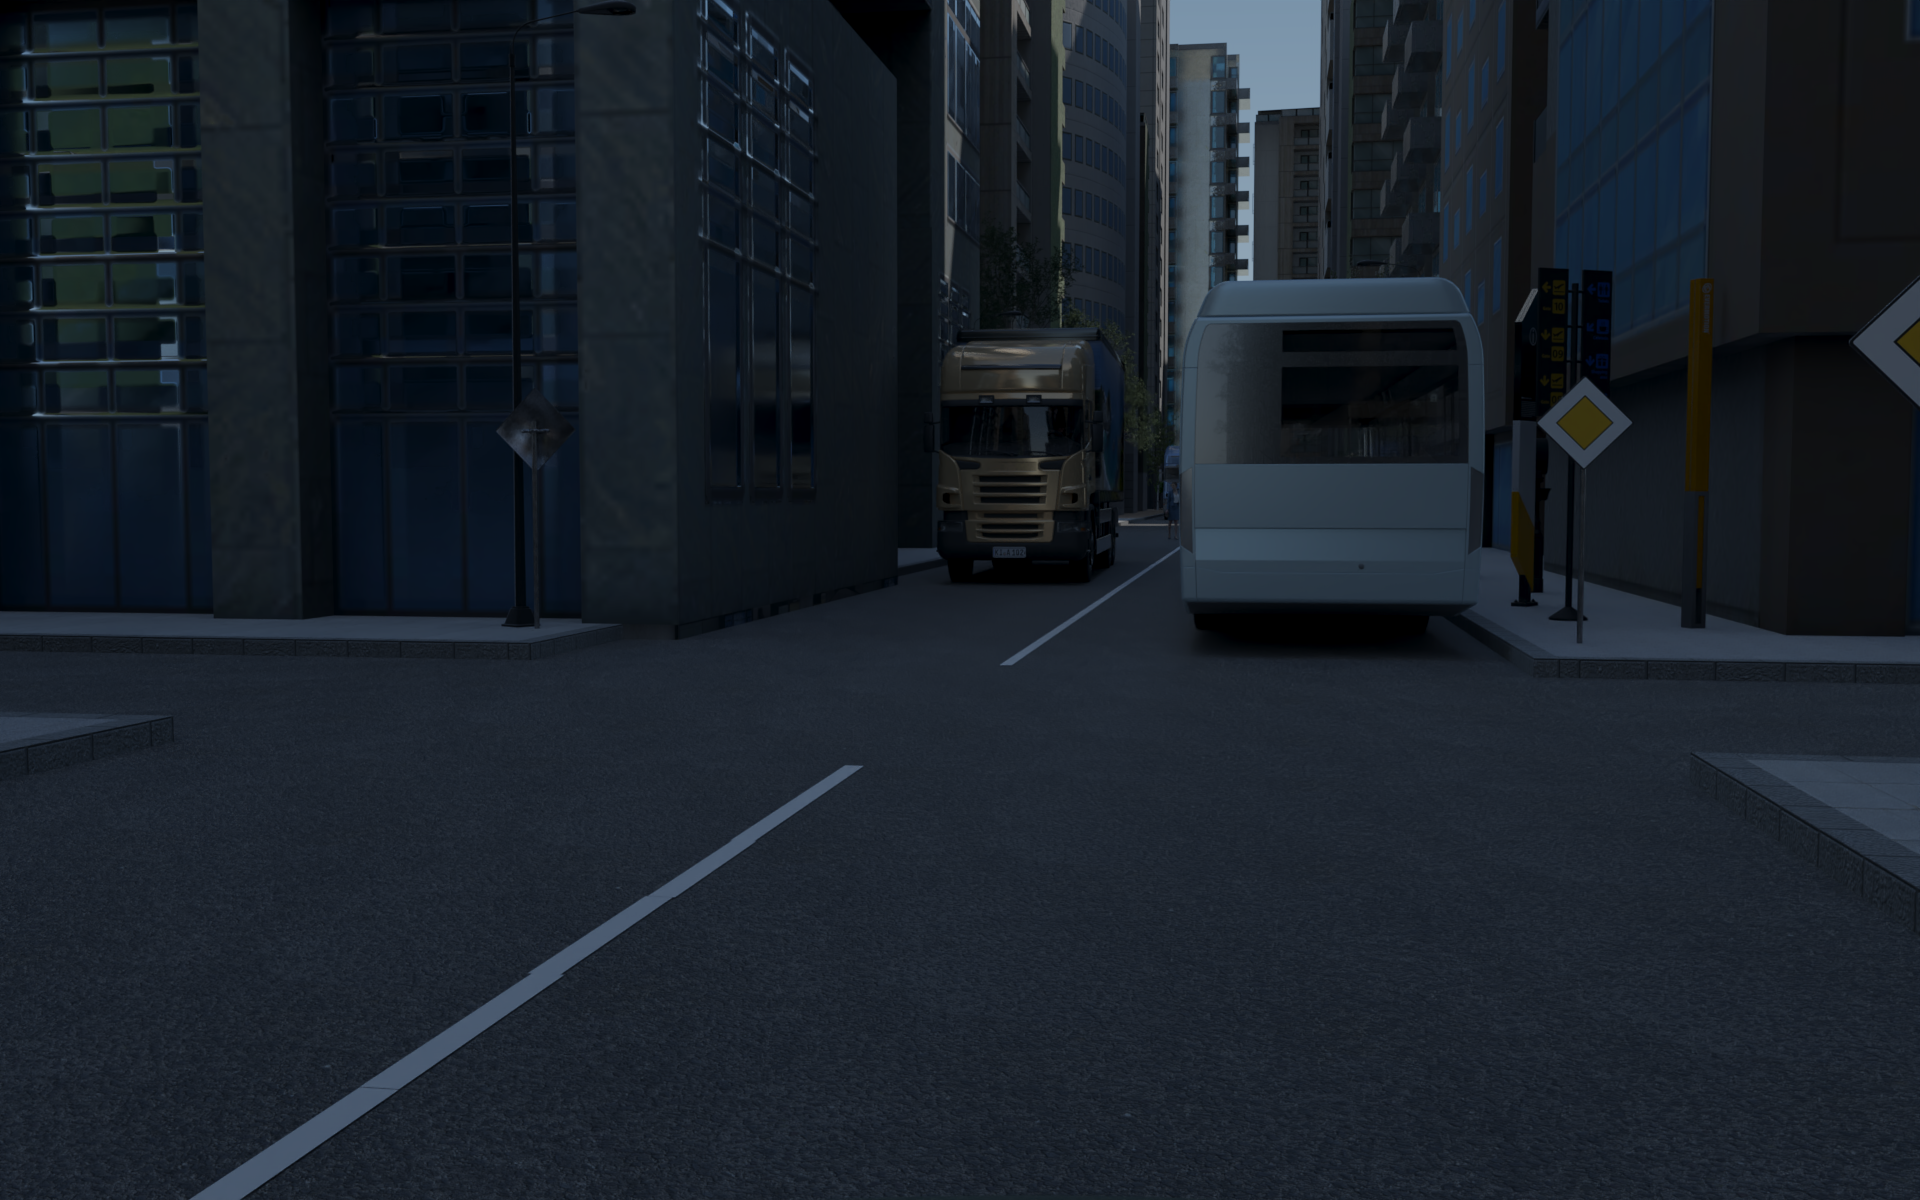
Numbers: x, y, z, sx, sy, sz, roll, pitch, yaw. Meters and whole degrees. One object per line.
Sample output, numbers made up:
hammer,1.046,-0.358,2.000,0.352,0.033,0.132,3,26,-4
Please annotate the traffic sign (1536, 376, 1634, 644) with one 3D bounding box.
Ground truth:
traffic sign,5.322,-0.684,14.823,0.795,2.450,0.064,1,4,10

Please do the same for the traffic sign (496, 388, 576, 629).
traffic sign,-4.030,-0.784,16.454,0.795,2.450,0.064,1,4,10

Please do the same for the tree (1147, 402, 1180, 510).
tree,15.549,-11.416,137.010,4.737,8.622,4.395,0,3,0

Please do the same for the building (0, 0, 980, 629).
building,-11.126,-43.965,31.500,22.319,86.520,31.000,1,4,10

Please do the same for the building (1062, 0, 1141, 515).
building,-0.508,-34.458,105.384,21.231,58.520,28.212,1,4,10

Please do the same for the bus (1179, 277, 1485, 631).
bus,4.184,-1.622,21.382,2.948,3.499,13.247,1,4,9

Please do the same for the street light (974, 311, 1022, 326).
street light,0.881,-4.380,44.161,1.470,5.913,1.316,1,4,10

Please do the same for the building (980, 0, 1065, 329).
building,-3.389,-23.739,71.733,14.154,41.232,14.086,1,4,10

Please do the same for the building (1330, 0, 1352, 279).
building,36.214,-35.254,118.395,21.231,58.520,28.212,1,4,10

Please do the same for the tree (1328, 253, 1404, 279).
tree,12.868,-6.287,53.149,4.360,8.622,3.978,0,3,0

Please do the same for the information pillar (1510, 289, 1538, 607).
information pillar,6.422,-1.733,19.690,0.183,3.616,0.504,3,5,40

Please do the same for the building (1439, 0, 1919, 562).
building,19.263,-23.868,40.360,14.600,45.320,14.200,1,4,10

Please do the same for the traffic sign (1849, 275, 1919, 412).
traffic sign,3.962,-0.203,6.954,0.795,2.450,0.064,1,4,10

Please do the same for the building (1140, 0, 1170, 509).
building,7.981,-43.860,155.356,20.611,71.187,20.563,1,4,10

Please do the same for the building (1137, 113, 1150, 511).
building,6.309,-21.716,126.755,14.160,30.474,14.107,1,4,10

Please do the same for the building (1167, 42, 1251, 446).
building,15.620,-34.659,186.290,30.456,49.044,23.786,1,4,10

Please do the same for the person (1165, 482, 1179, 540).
person,6.764,-2.826,54.734,0.581,1.822,0.654,0,4,-1

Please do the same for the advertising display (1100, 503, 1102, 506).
advertising display,6.283,-4.383,76.883,0.123,1.923,0.974,1,4,10

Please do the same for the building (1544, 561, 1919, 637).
building,15.215,-22.601,19.643,14.200,45.320,14.600,1,4,10

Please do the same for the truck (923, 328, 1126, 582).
truck,1.486,-2.613,31.636,2.839,4.237,11.283,1,4,8

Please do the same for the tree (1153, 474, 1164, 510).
tree,16.329,-8.960,141.099,1.663,3.219,1.824,0,3,0

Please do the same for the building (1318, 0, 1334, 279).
building,44.192,-34.019,145.451,28.713,52.752,27.495,1,4,10

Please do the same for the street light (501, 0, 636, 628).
street light,-3.733,-2.691,16.546,1.470,5.913,1.316,1,4,10

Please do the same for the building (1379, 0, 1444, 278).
building,28.912,-27.504,69.303,23.786,49.044,30.456,1,4,10

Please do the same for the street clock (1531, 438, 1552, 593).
street clock,7.494,-1.097,22.511,0.358,2.002,0.471,1,4,13

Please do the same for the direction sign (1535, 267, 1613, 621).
direction sign,6.197,-1.562,17.540,0.876,3.537,0.379,-1,4,-19

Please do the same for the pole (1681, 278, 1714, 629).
pole,7.032,-1.386,16.510,0.158,3.312,0.155,0,3,0

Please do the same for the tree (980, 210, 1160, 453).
tree,1.566,-7.542,57.720,7.601,10.594,8.767,-1,4,-13

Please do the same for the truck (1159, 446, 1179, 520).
truck,13.442,-6.897,102.517,2.967,4.110,18.799,0,4,8

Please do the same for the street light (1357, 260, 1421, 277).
street light,8.564,-3.785,34.432,1.470,5.913,1.316,1,4,10

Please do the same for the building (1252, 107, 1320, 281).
building,37.006,-30.215,177.614,14.086,41.232,14.154,1,4,10

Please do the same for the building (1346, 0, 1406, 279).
building,29.120,-19.998,98.669,14.160,30.474,14.107,1,4,10
